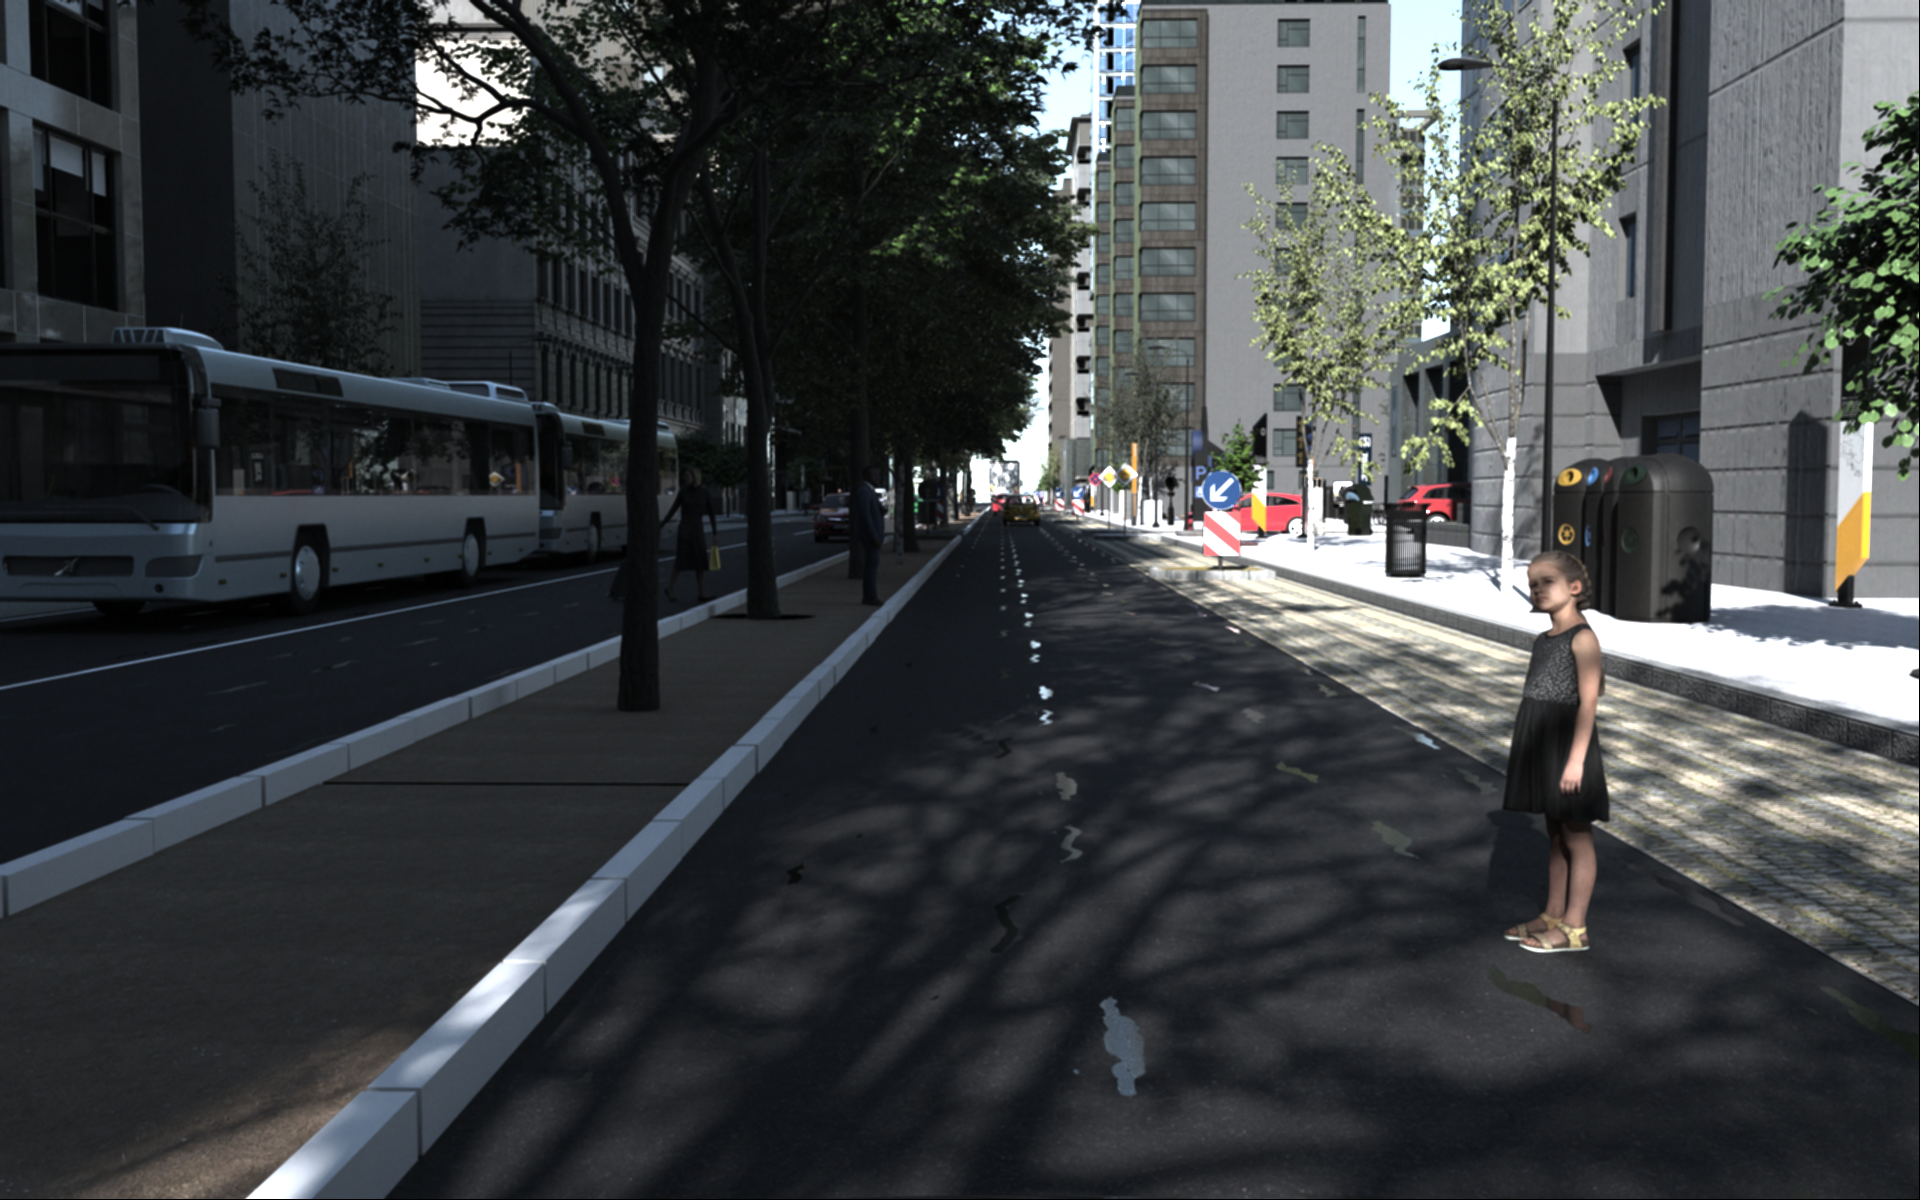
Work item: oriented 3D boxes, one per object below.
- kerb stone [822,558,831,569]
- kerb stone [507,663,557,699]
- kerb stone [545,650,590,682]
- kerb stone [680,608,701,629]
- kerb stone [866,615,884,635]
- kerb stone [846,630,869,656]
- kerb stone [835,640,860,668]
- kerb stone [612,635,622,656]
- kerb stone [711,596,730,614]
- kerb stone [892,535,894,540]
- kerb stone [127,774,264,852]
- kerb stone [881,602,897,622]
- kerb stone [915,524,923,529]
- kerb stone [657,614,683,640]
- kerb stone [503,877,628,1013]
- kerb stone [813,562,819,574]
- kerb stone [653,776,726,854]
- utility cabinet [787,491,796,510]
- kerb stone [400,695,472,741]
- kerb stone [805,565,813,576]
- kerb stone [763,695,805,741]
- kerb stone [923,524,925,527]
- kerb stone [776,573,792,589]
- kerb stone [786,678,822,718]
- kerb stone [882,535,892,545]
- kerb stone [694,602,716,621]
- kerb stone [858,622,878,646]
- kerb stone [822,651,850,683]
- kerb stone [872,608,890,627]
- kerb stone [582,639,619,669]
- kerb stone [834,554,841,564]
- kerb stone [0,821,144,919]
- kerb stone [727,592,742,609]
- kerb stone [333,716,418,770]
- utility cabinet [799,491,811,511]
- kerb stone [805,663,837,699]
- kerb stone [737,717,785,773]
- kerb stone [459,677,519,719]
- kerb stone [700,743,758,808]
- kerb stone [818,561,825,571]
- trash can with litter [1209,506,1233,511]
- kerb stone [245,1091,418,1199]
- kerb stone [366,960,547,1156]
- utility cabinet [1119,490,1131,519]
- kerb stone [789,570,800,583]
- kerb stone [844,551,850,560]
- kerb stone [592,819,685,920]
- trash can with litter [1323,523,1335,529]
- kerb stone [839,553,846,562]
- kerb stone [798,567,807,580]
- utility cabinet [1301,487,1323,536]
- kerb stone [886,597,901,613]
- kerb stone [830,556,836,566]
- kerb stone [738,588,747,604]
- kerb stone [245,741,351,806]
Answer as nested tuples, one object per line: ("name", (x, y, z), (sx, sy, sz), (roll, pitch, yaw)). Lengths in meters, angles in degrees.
("kerb stone", (-2.620, -0.662, 33.014), (0.120, 0.150, 1.000), (0, 4, 1))
("kerb stone", (-3.114, 0.594, 12.489), (0.120, 0.150, 1.000), (0, 4, 1))
("kerb stone", (-3.089, 0.531, 13.518), (0.120, 0.150, 1.000), (0, 4, 1))
("kerb stone", (-2.965, 0.223, 18.647), (0.120, 0.150, 1.000), (0, 4, 1))
("kerb stone", (-0.889, 0.289, 17.581), (0.120, 0.150, 1.000), (0, 4, 1))
("kerb stone", (-0.937, 0.408, 15.530), (0.120, 0.150, 1.000), (0, 4, 1))
("kerb stone", (-0.959, 0.471, 14.501), (0.120, 0.150, 1.000), (0, 4, 1))
("kerb stone", (-3.043, 0.410, 15.562), (0.120, 0.150, 1.000), (0, 4, 1))
("kerb stone", (-2.915, 0.092, 20.696), (0.120, 0.150, 1.000), (0, 4, 1))
("kerb stone", (-2.149, -1.853, 52.487), (0.120, 0.150, 1.000), (0, 4, 1))
("kerb stone", (-3.242, 0.907, 7.364), (0.120, 0.150, 1.000), (0, 4, 1))
("kerb stone", (-0.835, 0.160, 19.640), (0.120, 0.150, 1.000), (0, 4, 1))
("kerb stone", (-1.693, -3.014, 71.476), (0.120, 0.150, 1.000), (0, 4, 1))
("kerb stone", (-2.995, 0.280, 17.621), (0.120, 0.150, 1.000), (0, 4, 1))
("kerb stone", (-1.187, 1.035, 5.268), (0.120, 0.150, 1.000), (0, 4, 1))
("kerb stone", (-2.672, -0.535, 30.953), (0.120, 0.150, 1.000), (0, 4, 1))
("kerb stone", (-1.141, 0.910, 7.317), (0.120, 0.150, 1.000), (0, 4, 1))
("utility cabinet", (-13.144, -7.751, 135.401), (0.318, 1.500, 1.173), (-2, 4, -28))
("kerb stone", (-3.175, 0.719, 10.445), (0.120, 0.150, 1.000), (0, 4, 1))
("kerb stone", (-2.693, -0.469, 29.926), (0.120, 0.150, 1.000), (0, 4, 1))
("kerb stone", (-1.065, 0.721, 10.399), (0.120, 0.150, 1.000), (0, 4, 1))
("kerb stone", (-1.665, -3.077, 72.509), (0.120, 0.150, 1.000), (0, 4, 1))
("kerb stone", (-2.770, -0.284, 26.838), (0.120, 0.150, 1.000), (0, 4, 1))
("kerb stone", (-1.043, 0.659, 11.424), (0.120, 0.150, 1.000), (0, 4, 1))
("kerb stone", (-2.174, -1.790, 51.463), (0.120, 0.150, 1.000), (0, 4, 1))
("kerb stone", (-2.943, 0.155, 19.671), (0.120, 0.150, 1.000), (0, 4, 1))
("kerb stone", (-0.905, 0.345, 16.556), (0.120, 0.150, 1.000), (0, 4, 1))
("kerb stone", (-0.981, 0.534, 13.472), (0.120, 0.150, 1.000), (0, 4, 1))
("kerb stone", (-0.870, 0.219, 18.618), (0.120, 0.150, 1.000), (0, 4, 1))
("kerb stone", (-3.056, 0.468, 14.539), (0.120, 0.150, 1.000), (0, 4, 1))
("kerb stone", (-2.568, -0.784, 35.070), (0.120, 0.150, 1.000), (0, 4, 1))
("kerb stone", (-3.256, 0.973, 6.339), (0.120, 0.150, 1.000), (0, 4, 1))
("kerb stone", (-2.899, 0.030, 21.720), (0.120, 0.150, 1.000), (0, 4, 1))
("kerb stone", (-3.191, 0.782, 9.415), (0.120, 0.150, 1.000), (0, 4, 1))
("utility cabinet", (-11.320, -7.191, 126.257), (0.318, 1.500, 1.173), (2, 4, 25))
("kerb stone", (-1.014, 0.596, 12.447), (0.120, 0.150, 1.000), (0, 4, 1))
("kerb stone", (-1.083, 0.784, 9.377), (0.120, 0.150, 1.000), (0, 4, 1))
("kerb stone", (-3.137, 0.656, 11.467), (0.120, 0.150, 1.000), (0, 4, 1))
("kerb stone", (-1.117, 0.850, 8.349), (0.120, 0.150, 1.000), (0, 4, 1))
("kerb stone", (-2.645, -0.587, 31.984), (0.120, 0.150, 1.000), (0, 4, 1))
("trash can with litter", (7.252, -2.261, 48.352), (0.624, 1.170, 1.055), (0, 4, -4))
("kerb stone", (-1.238, 1.160, 3.224), (0.120, 0.150, 1.000), (0, 4, 1))
("kerb stone", (-1.211, 1.098, 4.246), (0.120, 0.150, 1.000), (0, 4, 1))
("utility cabinet", (8.372, -4.804, 87.232), (0.318, 1.500, 1.173), (2, 4, 28))
("kerb stone", (-2.740, -0.347, 27.875), (0.120, 0.150, 1.000), (0, 4, 1))
("kerb stone", (-2.518, -0.912, 37.114), (0.120, 0.150, 1.000), (0, 4, 1))
("kerb stone", (-1.162, 0.973, 6.292), (0.120, 0.150, 1.000), (0, 4, 1))
("trash can with litter", (12.508, -3.203, 63.429), (2.233, 1.210, 1.678), (2, 4, 23))
("kerb stone", (-2.544, -0.850, 36.092), (0.120, 0.150, 1.000), (0, 4, 1))
("kerb stone", (-2.709, -0.410, 28.897), (0.120, 0.150, 1.000), (0, 4, 1))
("utility cabinet", (10.853, -2.730, 53.312), (0.318, 1.500, 1.173), (0, 4, -7))
("kerb stone", (-0.820, 0.094, 20.662), (0.120, 0.150, 1.000), (0, 4, 1))
("kerb stone", (-2.596, -0.721, 34.036), (0.120, 0.150, 1.000), (0, 4, 1))
("kerb stone", (-2.868, -0.033, 22.742), (0.120, 0.150, 1.000), (0, 4, 1))
("kerb stone", (-3.213, 0.845, 8.393), (0.120, 0.150, 1.000), (0, 4, 1))
